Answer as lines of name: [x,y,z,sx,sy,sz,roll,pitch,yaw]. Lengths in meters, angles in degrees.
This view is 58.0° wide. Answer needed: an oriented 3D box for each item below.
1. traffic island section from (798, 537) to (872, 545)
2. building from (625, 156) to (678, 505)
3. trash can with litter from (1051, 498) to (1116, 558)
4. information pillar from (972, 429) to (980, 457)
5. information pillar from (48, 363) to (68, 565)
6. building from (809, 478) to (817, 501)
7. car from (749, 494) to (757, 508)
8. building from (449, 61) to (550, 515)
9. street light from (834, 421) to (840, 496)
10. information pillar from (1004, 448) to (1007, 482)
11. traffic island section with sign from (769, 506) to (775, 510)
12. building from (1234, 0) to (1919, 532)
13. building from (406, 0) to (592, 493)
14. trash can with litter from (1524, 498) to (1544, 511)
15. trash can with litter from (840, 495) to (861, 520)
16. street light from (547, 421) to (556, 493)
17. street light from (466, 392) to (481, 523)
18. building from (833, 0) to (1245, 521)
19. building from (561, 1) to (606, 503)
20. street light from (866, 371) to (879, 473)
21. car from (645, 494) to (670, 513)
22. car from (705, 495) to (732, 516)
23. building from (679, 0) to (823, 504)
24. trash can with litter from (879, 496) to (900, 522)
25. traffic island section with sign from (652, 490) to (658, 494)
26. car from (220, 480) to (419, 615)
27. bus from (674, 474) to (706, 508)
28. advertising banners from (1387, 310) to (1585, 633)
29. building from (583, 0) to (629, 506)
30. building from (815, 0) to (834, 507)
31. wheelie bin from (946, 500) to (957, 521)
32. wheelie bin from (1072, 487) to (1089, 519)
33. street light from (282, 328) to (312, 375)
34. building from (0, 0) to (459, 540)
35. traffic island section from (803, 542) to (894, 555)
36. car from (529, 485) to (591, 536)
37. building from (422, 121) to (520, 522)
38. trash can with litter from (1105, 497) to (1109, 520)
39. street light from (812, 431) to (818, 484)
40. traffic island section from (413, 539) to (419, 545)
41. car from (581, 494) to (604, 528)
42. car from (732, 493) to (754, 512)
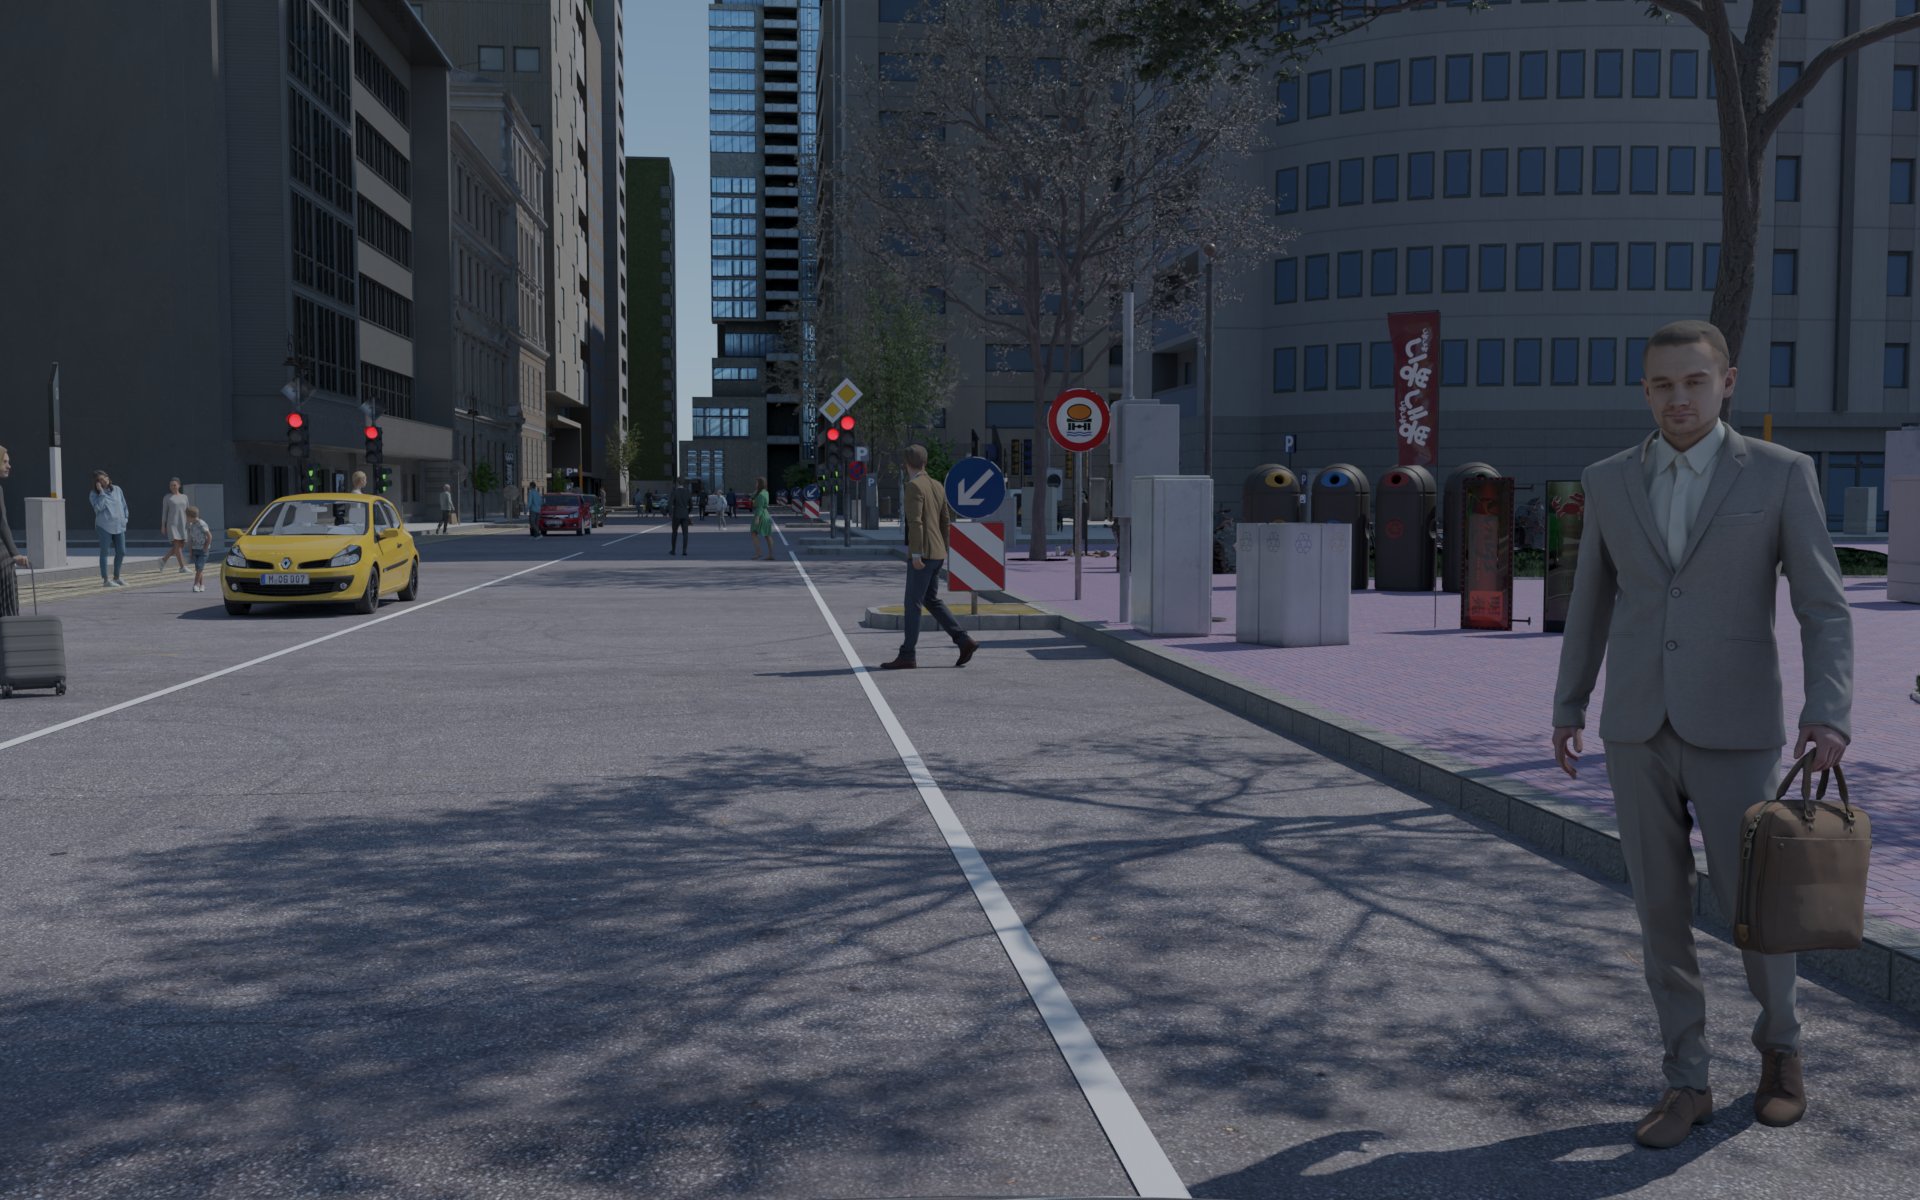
traffic island section: [-3.633,-1.689,49.888,2.009,0.180,2.903,0,4,-7]
building: [-41.975,-32.325,212.106,14.086,41.232,14.154,0,4,-7]
trash can with litter: [2.566,-1.500,35.588,1.678,1.210,2.233,-2,4,-25]
information pillar: [0.553,-4.317,61.930,0.183,3.616,0.504,-2,4,-28]
information pillar: [-16.078,-2.412,30.798,0.183,3.616,0.504,-1,4,-16]
building: [-0.188,-30.408,189.053,32.217,40.220,23.993,0,4,-7]
car: [-19.393,-9.336,162.867,2.015,1.641,3.980,0,4,-7]
building: [-33.513,-19.732,108.530,13.634,28.700,20.117,0,4,-7]
street light: [-6.769,-7.416,94.046,0.468,5.910,1.993,0,4,-7]
information pillar: [2.340,-5.967,88.908,0.183,3.616,0.504,1,4,14]
traffic island section with sign: [-15.509,-8.721,151.208,1.989,1.847,2.006,0,4,-7]
building: [21.779,-31.929,64.036,28.212,58.520,21.231,0,4,-7]
building: [-43.612,-33.306,133.799,28.713,52.752,27.495,0,4,-7]
trash can with litter: [16.964,-2.490,52.096,1.055,1.170,0.624,0,4,-7]
trash can with litter: [-5.374,-4.696,87.837,2.233,1.210,1.678,-3,5,-44]
street light: [-25.180,-8.211,107.033,0.468,5.910,1.993,0,4,-7]
street light: [-21.732,-6.402,77.462,0.468,5.910,1.993,0,4,-7]
building: [2.832,-34.412,104.632,21.231,58.520,28.212,0,4,-7]
building: [-39.647,-30.907,155.439,14.600,45.320,14.200,0,4,-7]
street light: [-3.285,-5.633,64.887,0.468,5.910,1.993,0,4,-7]
car: [-23.221,-7.440,133.447,2.131,1.459,4.920,0,4,-6]
car: [-15.855,-6.179,113.380,2.083,1.381,4.827,0,4,-6]
building: [-19.575,-55.375,218.053,31.000,86.520,22.319,0,4,-7]
trash can with litter: [-3.008,-4.176,79.339,2.233,1.210,1.678,-1,4,-12]
traffic island section with sign: [-31.006,-10.255,176.289,1.989,1.847,2.006,0,4,-7]
car: [-7.981,-0.706,21.774,2.015,1.641,3.980,0,4,-7]
bus: [-28.017,-11.361,180.615,2.948,3.499,13.247,0,4,-6]
advertising banners: [4.993,-1.227,16.250,2.074,3.025,0.090,2,4,33]
building: [-50.076,-39.268,184.031,28.212,58.520,21.231,0,4,-7]
building: [-2.688,-33.144,165.598,21.300,48.544,21.600,0,4,-7]
wheelie bin: [-0.497,-4.463,80.876,0.693,1.594,0.980,-2,4,-24]
wheelie bin: [5.765,-4.579,82.769,0.693,1.594,0.980,-1,4,-19]
street light: [-18.429,-4.617,48.276,0.468,5.910,1.993,0,4,-7]
building: [-27.858,-14.865,62.111,14.314,24.678,30.058,0,4,-7]
traffic island section: [-2.704,-1.203,41.957,2.009,0.180,2.903,0,4,-7]
car: [-13.913,-3.140,60.382,2.155,1.783,4.494,0,4,-7]
building: [-29.703,-15.429,88.426,11.583,22.565,21.152,0,4,-7]
trash can with litter: [7.455,-4.569,86.097,1.055,1.170,0.624,3,4,36]
street light: [-10.322,-9.222,123.559,0.468,5.910,1.993,0,4,-7]
traffic island section: [-16.339,-1.598,48.409,2.009,0.180,2.903,0,4,-7]
car: [-16.234,-3.927,73.994,2.009,1.686,4.222,0,4,-6]
car: [-17.442,-7.891,138.056,2.155,1.783,4.494,0,4,-8]
